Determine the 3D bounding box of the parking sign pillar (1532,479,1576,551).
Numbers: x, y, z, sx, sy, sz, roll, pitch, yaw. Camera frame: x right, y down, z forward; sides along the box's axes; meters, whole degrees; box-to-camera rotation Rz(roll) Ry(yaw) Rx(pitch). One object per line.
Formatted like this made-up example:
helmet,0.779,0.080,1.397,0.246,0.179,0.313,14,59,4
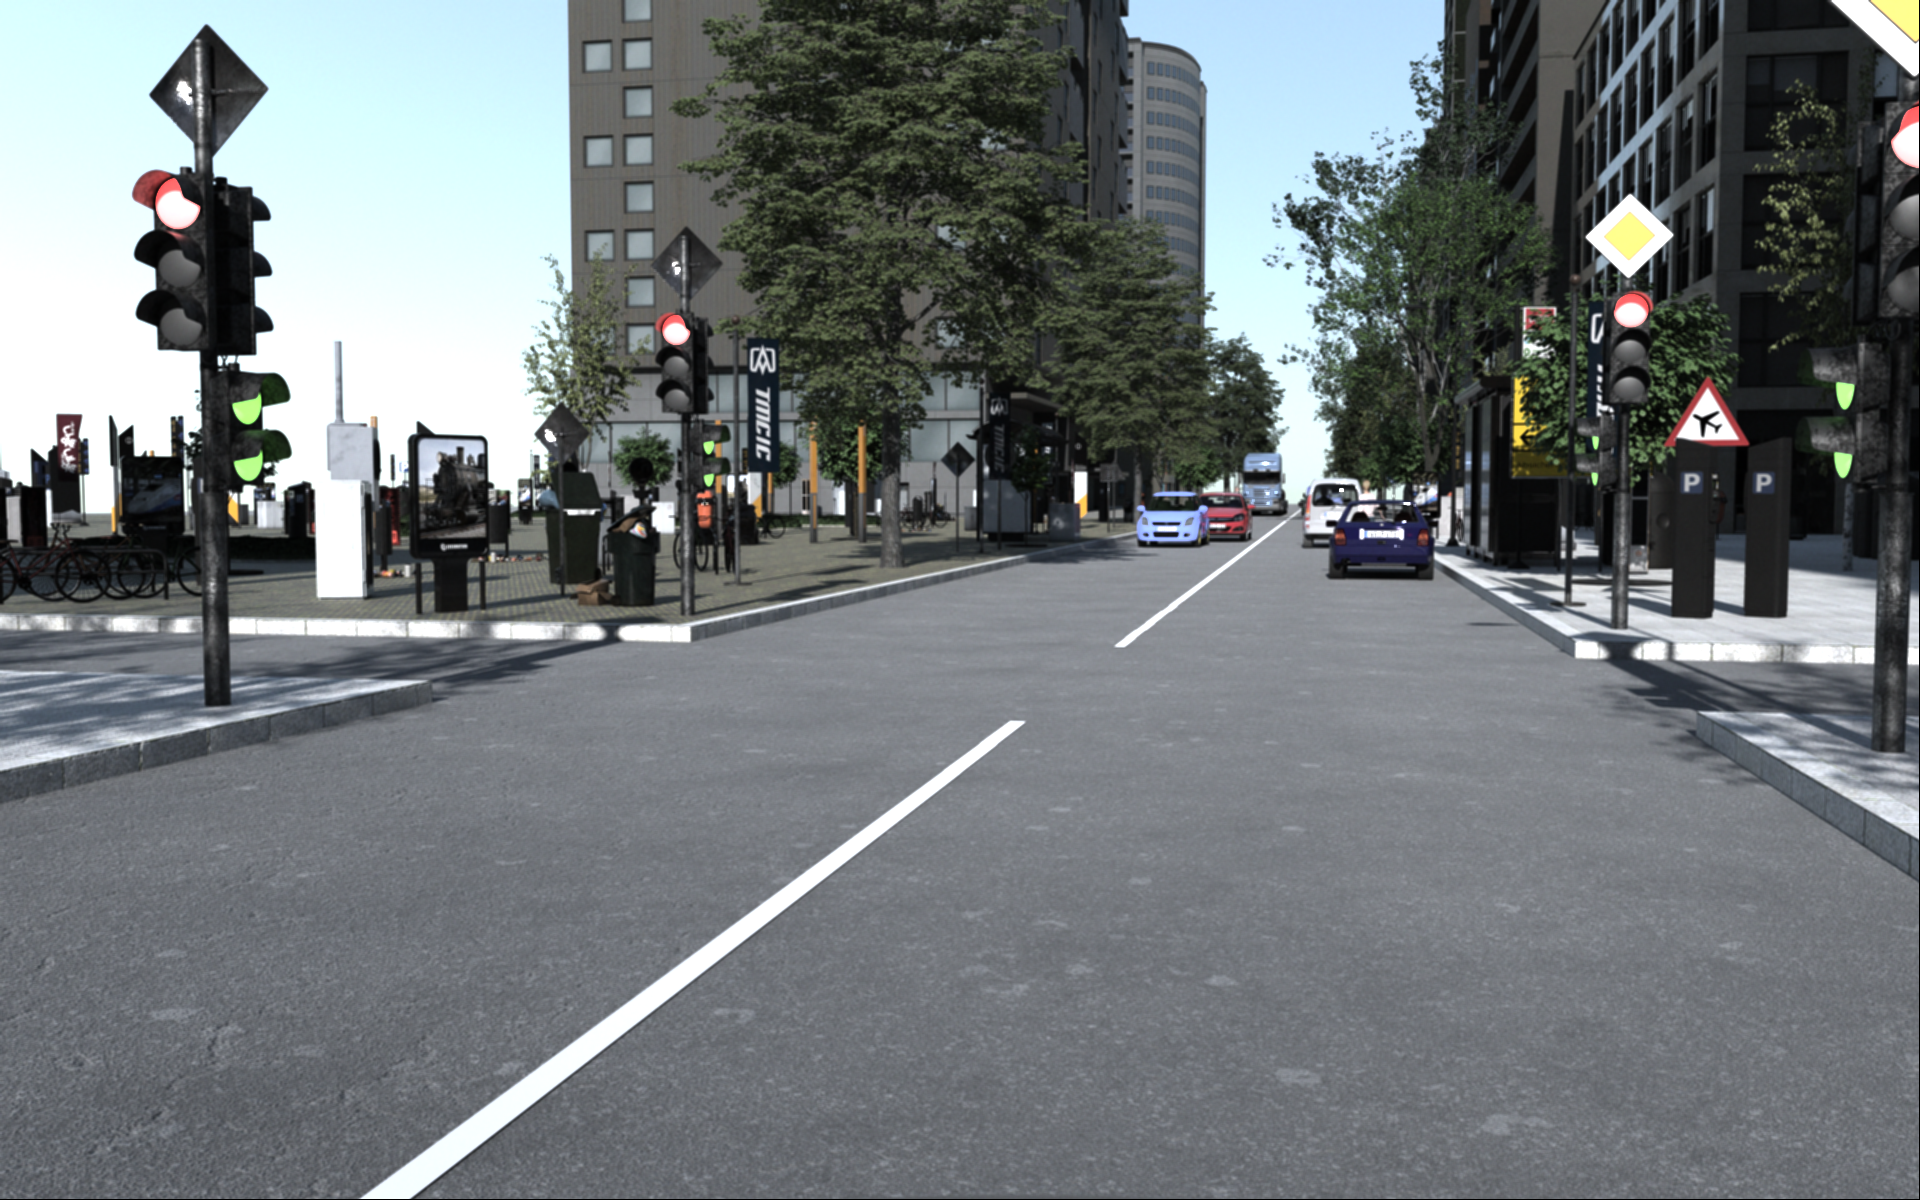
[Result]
parking sign pillar,13.378,-3.129,39.625,1.447,3.967,1.447,0,4,2

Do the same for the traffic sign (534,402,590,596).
traffic sign,-5.017,-1.262,21.812,0.795,2.450,0.064,1,4,18

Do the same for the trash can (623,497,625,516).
trash can,-17.241,-4.626,87.293,0.748,1.137,0.748,0,3,0

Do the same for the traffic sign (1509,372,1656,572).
traffic sign,10.249,-2.121,28.556,2.265,3.308,0.079,1,4,19

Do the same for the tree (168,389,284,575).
tree,-11.641,-2.014,27.535,1.663,3.219,1.824,0,3,0

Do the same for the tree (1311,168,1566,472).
tree,14.868,-7.861,54.283,9.928,11.665,9.643,0,3,0

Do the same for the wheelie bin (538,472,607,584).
wheelie bin,-5.582,-1.035,24.833,0.980,1.594,0.693,-2,4,-35

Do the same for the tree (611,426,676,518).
tree,-15.206,-6.104,83.520,4.285,4.588,4.351,0,3,0

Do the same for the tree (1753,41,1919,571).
tree,15.046,-4.791,28.701,4.737,8.622,4.395,0,3,0

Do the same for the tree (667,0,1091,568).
tree,-1.023,-6.811,29.494,7.486,12.596,7.792,0,3,0

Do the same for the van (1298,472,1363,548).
van,10.187,-2.448,47.036,2.013,2.044,4.112,1,4,12

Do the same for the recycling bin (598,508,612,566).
recycling bin,-6.714,-1.124,30.937,0.722,1.027,0.722,2,4,29

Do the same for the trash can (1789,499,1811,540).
trash can,23.329,-2.247,48.387,0.748,1.137,0.748,0,3,0

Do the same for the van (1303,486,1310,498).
van,28.466,-8.160,137.803,2.240,2.365,5.245,1,4,10

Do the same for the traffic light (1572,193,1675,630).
traffic light,6.250,-1.678,16.354,0.839,4.253,0.868,1,4,12

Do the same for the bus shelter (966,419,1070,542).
bus shelter,1.706,-3.364,48.919,2.014,3.302,5.546,1,4,12

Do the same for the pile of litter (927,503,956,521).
pile of litter,-0.937,-4.196,82.566,1.719,0.858,1.176,2,4,32

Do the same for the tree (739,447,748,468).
tree,-9.904,-6.554,90.874,4.285,4.588,4.351,0,3,0

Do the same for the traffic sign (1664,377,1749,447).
traffic sign,8.299,-1.181,19.306,0.884,2.594,0.081,1,4,14

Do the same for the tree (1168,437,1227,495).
tree,13.499,-7.059,99.136,4.285,4.588,4.351,0,3,0

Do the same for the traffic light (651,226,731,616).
traffic light,-2.868,-1.793,18.235,0.839,4.253,0.868,1,4,12

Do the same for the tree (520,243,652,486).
tree,-11.195,-6.179,51.384,4.737,8.622,4.395,0,3,0

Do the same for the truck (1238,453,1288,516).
truck,21.168,-7.938,119.551,2.967,4.110,18.799,1,4,12

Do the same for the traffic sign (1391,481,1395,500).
traffic sign,21.012,-5.124,83.880,0.768,2.556,0.104,1,4,12

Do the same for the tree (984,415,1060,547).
tree,1.695,-2.905,42.101,1.663,3.219,1.824,0,3,0

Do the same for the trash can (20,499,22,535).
trash can,-29.368,-2.608,54.298,0.748,1.137,0.748,0,3,0

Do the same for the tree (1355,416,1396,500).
tree,16.787,-4.921,64.177,4.285,4.588,4.351,0,3,0

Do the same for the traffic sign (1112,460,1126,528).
traffic sign,5.808,-3.993,65.284,0.884,2.594,0.081,1,4,18

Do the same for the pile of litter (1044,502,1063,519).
pile of litter,5.179,-4.573,88.741,1.719,0.858,1.176,2,4,32

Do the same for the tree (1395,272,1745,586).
tree,9.399,-2.506,24.694,4.285,4.588,4.351,0,3,0

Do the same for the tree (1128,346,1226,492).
tree,10.283,-8.372,87.242,4.360,8.622,3.978,0,3,0

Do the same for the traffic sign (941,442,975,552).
traffic sign,-0.054,-2.271,38.320,0.795,2.450,0.064,1,4,18

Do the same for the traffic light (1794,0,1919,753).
traffic light,4.617,-1.200,8.537,0.839,4.253,0.868,1,4,12

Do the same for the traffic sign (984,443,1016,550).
traffic sign,0.908,-2.432,39.875,0.768,2.556,0.104,1,4,21

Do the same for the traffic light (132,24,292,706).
traffic light,-4.502,-1.315,10.419,0.839,4.253,0.868,1,4,12

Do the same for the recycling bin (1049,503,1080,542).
recycling bin,2.840,-2.109,47.031,0.722,1.027,0.722,1,4,18

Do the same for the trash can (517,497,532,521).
trash can,-20.645,-4.317,82.228,0.748,1.137,0.748,0,3,0

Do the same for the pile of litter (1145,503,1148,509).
pile of litter,9.070,-4.429,86.381,1.176,0.858,1.719,1,4,20

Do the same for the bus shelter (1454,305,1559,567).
bus shelter,11.133,-3.490,34.699,2.179,5.291,8.768,1,4,12

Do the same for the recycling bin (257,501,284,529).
recycling bin,-25.321,-3.122,63.600,0.722,1.027,0.722,-3,5,-44

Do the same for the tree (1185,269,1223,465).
tree,6.942,-9.373,71.376,7.486,12.596,7.792,0,3,0

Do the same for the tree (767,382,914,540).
tree,-3.021,-3.975,48.699,4.285,4.588,4.351,0,3,0

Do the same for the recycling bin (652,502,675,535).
recycling bin,-9.393,-2.587,54.852,0.722,1.027,0.722,-1,4,-10

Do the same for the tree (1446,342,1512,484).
tree,25.885,-8.206,84.530,4.737,8.622,4.395,0,3,0

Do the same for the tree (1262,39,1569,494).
tree,19.574,-13.416,75.237,12.611,20.169,13.585,0,3,0

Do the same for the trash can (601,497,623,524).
trash can,-14.084,-3.524,69.271,0.748,1.137,0.748,0,3,0

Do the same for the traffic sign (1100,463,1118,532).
traffic sign,4.972,-3.412,57.912,0.606,2.300,0.079,1,4,17

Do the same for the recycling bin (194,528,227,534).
recycling bin,-20.155,-2.081,46.585,0.722,1.027,0.722,-2,4,-35
